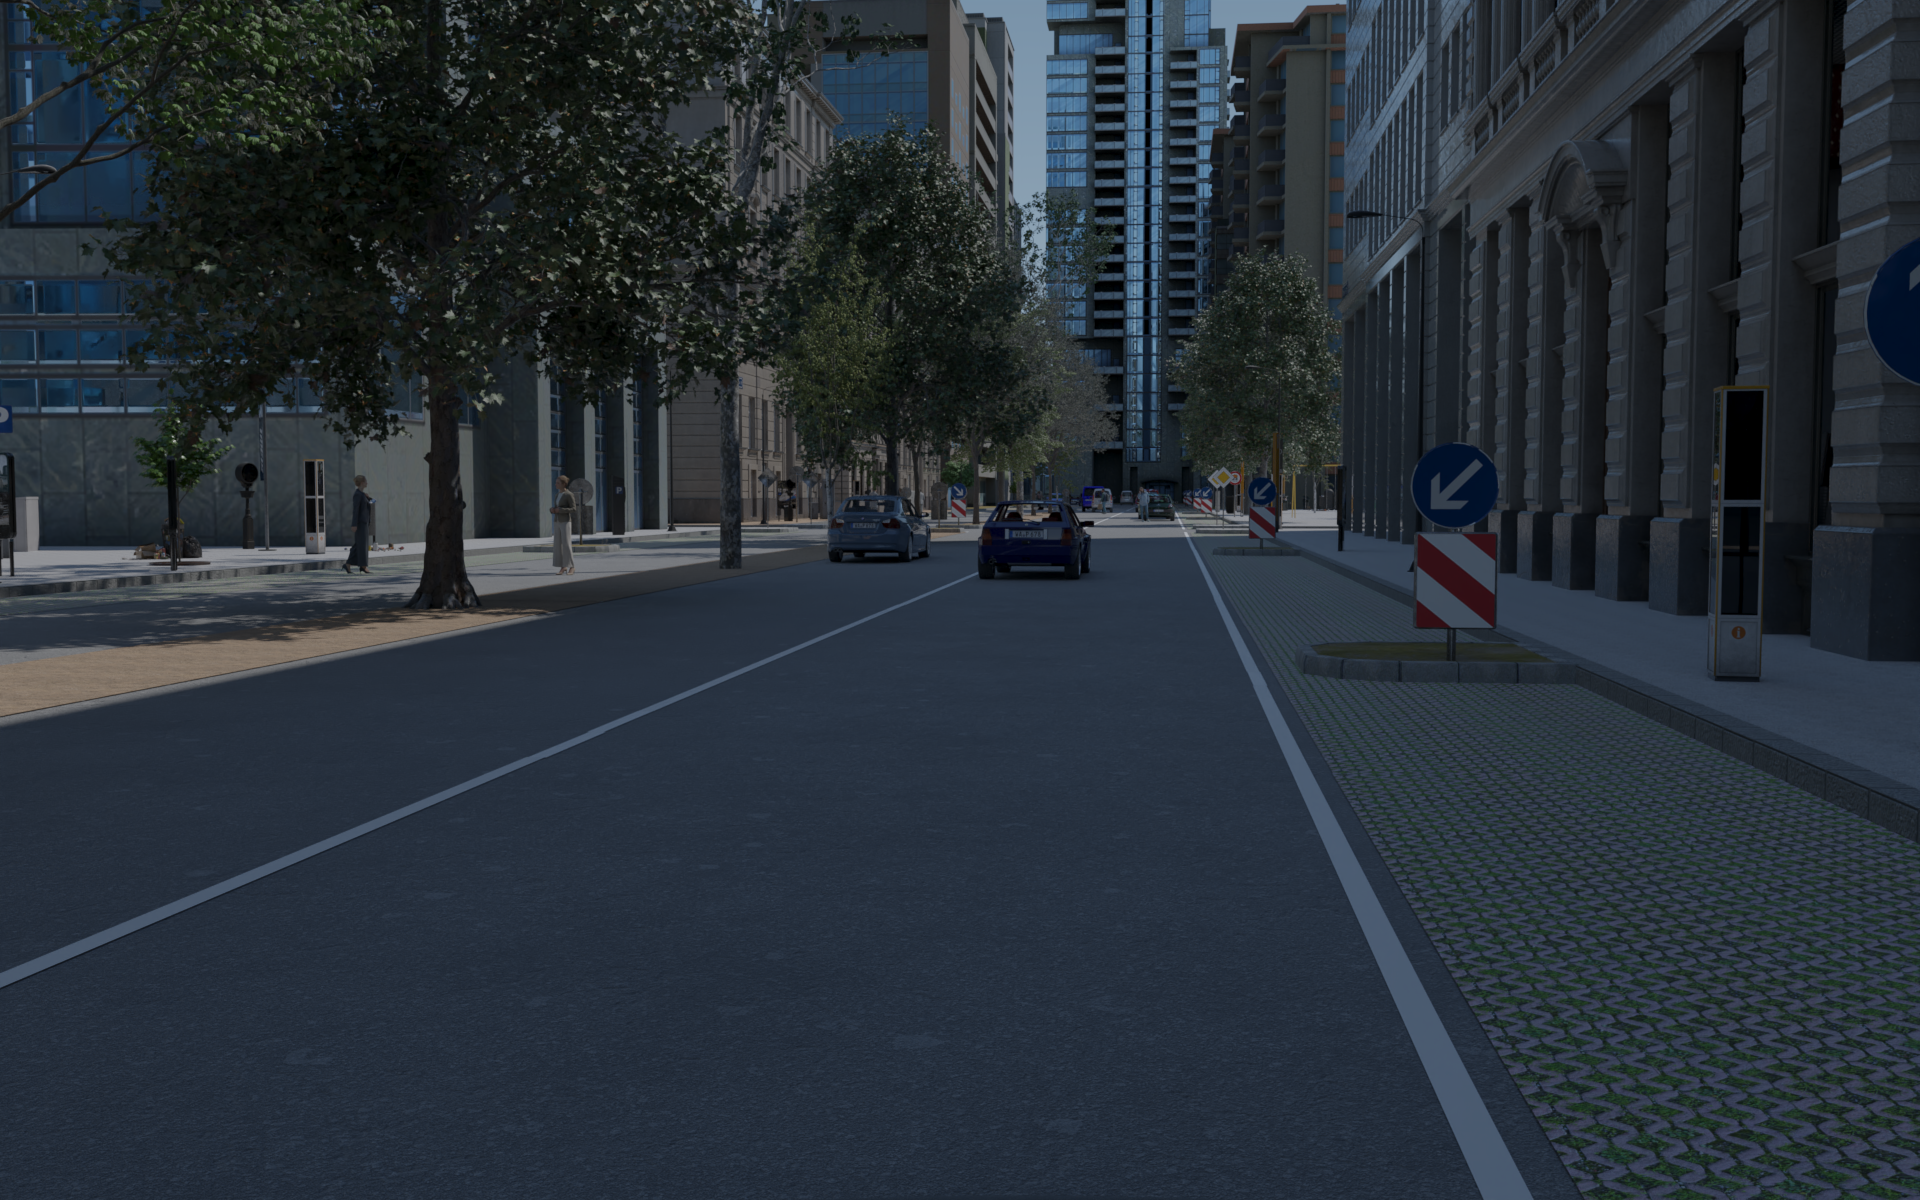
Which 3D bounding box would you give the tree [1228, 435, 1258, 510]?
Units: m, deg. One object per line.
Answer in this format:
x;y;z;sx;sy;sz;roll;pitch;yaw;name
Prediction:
20.593;-10.808;127.080;4.360;8.622;3.978;0;3;0;tree

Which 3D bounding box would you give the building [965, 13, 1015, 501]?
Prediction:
-7.778;-41.043;213.054;28.212;58.520;21.231;0;4;7;building

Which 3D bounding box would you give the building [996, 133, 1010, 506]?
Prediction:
-2.156;-31.065;191.502;14.154;41.232;14.086;0;4;7;building

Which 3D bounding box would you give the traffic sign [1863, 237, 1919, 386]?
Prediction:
4.804;-0.513;8.495;0.768;2.556;0.104;1;4;11;traffic sign

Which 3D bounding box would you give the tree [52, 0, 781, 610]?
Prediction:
-6.474;-6.247;21.598;9.611;12.733;9.660;0;3;0;tree

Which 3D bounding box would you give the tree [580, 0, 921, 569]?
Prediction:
-5.492;-10.713;33.507;12.611;20.169;13.585;0;3;0;tree

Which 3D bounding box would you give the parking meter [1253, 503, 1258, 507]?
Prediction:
19.986;-6.834;117.454;0.255;1.863;0.399;3;5;42;parking meter

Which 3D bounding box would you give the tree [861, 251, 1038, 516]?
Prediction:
-1.371;-7.537;60.097;8.767;10.594;7.601;0;4;7;tree

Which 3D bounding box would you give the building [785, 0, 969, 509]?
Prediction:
-6.854;-30.907;155.442;14.600;45.320;14.200;0;4;7;building

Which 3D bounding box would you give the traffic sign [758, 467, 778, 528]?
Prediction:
-7.228;-3.761;65.127;0.795;2.450;0.064;0;4;7;traffic sign

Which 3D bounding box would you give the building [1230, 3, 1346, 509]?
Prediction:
36.114;-30.930;160.329;22.147;44.769;28.867;0;4;7;building

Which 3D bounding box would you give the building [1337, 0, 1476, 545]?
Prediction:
17.095;-16.390;45.471;11.434;29.767;29.804;0;4;7;building

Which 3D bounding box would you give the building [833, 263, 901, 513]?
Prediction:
-9.908;-14.945;108.986;10.561;19.102;19.286;0;4;7;building

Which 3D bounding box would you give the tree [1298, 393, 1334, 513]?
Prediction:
23.701;-10.128;115.952;4.360;8.622;3.978;0;3;0;tree

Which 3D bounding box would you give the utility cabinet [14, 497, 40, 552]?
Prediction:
-20.945;-1.692;38.827;0.306;1.237;1.020;-1;4;-14;utility cabinet

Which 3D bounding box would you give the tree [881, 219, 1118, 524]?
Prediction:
0.740;-10.041;77.000;12.009;13.543;11.850;0;3;0;tree

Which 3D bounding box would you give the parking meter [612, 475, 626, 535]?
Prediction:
-10.663;-2.961;54.130;0.399;1.863;0.255;-2;4;-24;parking meter

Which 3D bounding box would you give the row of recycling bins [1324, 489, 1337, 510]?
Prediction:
30.447;-7.912;136.481;3.534;1.692;1.069;1;4;17;row of recycling bins

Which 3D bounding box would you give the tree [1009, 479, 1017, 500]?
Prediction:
6.398;-12.692;202.111;1.663;3.219;1.824;0;3;0;tree

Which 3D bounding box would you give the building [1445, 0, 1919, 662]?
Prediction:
12.814;-11.761;21.170;11.050;23.489;19.941;0;4;7;building

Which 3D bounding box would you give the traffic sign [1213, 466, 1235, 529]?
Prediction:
9.595;-3.637;63.106;0.795;2.450;0.064;0;4;7;traffic sign

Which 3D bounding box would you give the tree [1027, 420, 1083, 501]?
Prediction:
7.576;-11.084;134.042;4.737;8.622;4.395;0;3;0;tree

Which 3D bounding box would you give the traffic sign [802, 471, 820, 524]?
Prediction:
-6.281;-4.246;73.056;0.795;2.450;0.064;0;4;7;traffic sign

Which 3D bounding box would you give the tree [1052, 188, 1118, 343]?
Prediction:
2.331;-14.781;100.007;12.611;20.169;13.585;0;3;0;tree

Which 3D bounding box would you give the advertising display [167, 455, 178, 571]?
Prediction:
-13.295;-1.470;29.249;0.123;1.923;0.974;-2;4;-23;advertising display

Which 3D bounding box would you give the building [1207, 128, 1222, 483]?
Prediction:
40.339;-33.587;203.778;22.147;44.769;28.867;0;4;7;building

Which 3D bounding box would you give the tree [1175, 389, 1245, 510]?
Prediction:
21.737;-13.781;143.439;7.486;12.596;7.792;0;3;0;tree

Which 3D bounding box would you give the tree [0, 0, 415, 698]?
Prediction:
-7.221;-5.096;11.527;9.928;11.665;9.643;0;3;0;tree

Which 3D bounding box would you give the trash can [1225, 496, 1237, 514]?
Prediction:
17.557;-6.156;112.301;0.748;1.137;0.748;0;3;0;trash can

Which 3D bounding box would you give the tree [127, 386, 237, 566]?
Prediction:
-14.248;-2.248;31.356;1.663;3.219;1.824;0;3;0;tree

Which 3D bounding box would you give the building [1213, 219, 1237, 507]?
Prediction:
33.825;-25.134;182.636;14.160;30.474;14.107;0;4;7;building

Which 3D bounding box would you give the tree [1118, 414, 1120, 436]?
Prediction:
4.829;-12.231;112.802;12.009;13.543;11.850;0;3;0;tree

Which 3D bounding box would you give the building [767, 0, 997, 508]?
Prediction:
-7.946;-33.659;174.032;21.300;48.544;21.600;0;4;7;building

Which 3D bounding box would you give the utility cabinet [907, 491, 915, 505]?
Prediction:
-3.359;-6.557;115.891;0.318;1.500;1.173;2;4;29;utility cabinet

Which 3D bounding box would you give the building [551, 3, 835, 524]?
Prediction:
-14.159;-17.717;86.930;12.463;27.353;25.104;0;4;7;building

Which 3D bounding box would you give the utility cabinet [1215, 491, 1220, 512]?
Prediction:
18.142;-6.932;122.024;0.318;1.500;1.173;0;4;7;utility cabinet

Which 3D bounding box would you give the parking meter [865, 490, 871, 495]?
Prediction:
-5.143;-5.407;96.822;0.372;1.533;0.369;0;3;0;parking meter

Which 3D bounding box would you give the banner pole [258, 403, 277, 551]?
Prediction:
-15.791;-3.012;39.262;0.401;3.779;0.863;-2;4;-32;banner pole

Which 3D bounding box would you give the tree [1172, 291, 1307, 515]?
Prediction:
17.714;-12.223;106.506;9.857;13.997;8.962;0;3;0;tree

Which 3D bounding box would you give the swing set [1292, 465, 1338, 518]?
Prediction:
19.264;-5.842;93.143;3.119;2.851;2.862;0;4;8;swing set

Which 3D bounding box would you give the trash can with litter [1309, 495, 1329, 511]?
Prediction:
27.162;-7.320;130.738;1.678;1.210;2.233;-2;4;-26;trash can with litter

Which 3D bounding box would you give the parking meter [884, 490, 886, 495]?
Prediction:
-4.408;-5.898;104.842;0.372;1.533;0.369;0;3;0;parking meter

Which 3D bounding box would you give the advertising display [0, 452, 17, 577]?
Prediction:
-15.148;-1.332;26.986;0.974;1.923;0.123;1;4;15;advertising display

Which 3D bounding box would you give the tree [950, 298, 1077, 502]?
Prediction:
2.066;-10.283;88.705;7.486;12.596;7.792;0;3;0;tree

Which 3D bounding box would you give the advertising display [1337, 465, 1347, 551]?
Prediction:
8.616;-2.073;39.108;0.123;1.923;0.974;1;4;18;advertising display

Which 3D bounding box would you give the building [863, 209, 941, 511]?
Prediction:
-8.606;-20.439;131.440;12.463;27.353;25.104;0;4;7;building

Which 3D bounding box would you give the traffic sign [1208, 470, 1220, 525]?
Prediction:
10.542;-4.122;71.035;0.795;2.450;0.064;0;4;7;traffic sign

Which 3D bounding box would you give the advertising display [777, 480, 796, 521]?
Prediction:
-8.110;-4.672;81.593;0.974;1.923;0.123;0;4;4;advertising display

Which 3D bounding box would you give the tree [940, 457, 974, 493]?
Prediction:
-0.052;-9.908;145.716;4.285;4.588;4.351;0;3;0;tree

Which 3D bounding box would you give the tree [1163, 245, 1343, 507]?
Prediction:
14.048;-9.953;79.742;9.611;12.733;9.660;0;3;0;tree

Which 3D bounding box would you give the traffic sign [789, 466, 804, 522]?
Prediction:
-7.377;-4.780;78.256;0.768;2.556;0.104;1;4;10;traffic sign

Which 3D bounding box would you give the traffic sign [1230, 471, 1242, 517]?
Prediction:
15.228;-5.864;95.977;0.768;2.556;0.104;0;4;8;traffic sign

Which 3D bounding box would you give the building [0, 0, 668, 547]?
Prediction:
-27.392;-45.183;51.416;31.000;86.520;22.319;0;4;7;building

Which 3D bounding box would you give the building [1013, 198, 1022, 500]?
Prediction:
1.089;-34.025;239.898;14.086;41.232;14.154;0;4;7;building

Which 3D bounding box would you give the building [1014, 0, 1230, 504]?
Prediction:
23.961;-56.713;239.935;31.000;86.520;22.319;0;4;7;building

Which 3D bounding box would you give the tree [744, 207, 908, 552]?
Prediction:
-3.198;-5.479;42.406;4.737;8.622;4.395;0;3;0;tree

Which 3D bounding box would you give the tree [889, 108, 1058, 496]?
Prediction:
-2.006;-8.067;51.356;9.611;12.733;9.660;0;3;0;tree

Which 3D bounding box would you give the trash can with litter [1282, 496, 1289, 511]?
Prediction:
24.465;-7.365;131.812;1.055;1.170;0.624;2;4;33;trash can with litter

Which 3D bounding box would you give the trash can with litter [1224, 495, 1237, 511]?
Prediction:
20.824;-7.380;131.726;1.678;1.210;2.233;-1;4;-17;trash can with litter
